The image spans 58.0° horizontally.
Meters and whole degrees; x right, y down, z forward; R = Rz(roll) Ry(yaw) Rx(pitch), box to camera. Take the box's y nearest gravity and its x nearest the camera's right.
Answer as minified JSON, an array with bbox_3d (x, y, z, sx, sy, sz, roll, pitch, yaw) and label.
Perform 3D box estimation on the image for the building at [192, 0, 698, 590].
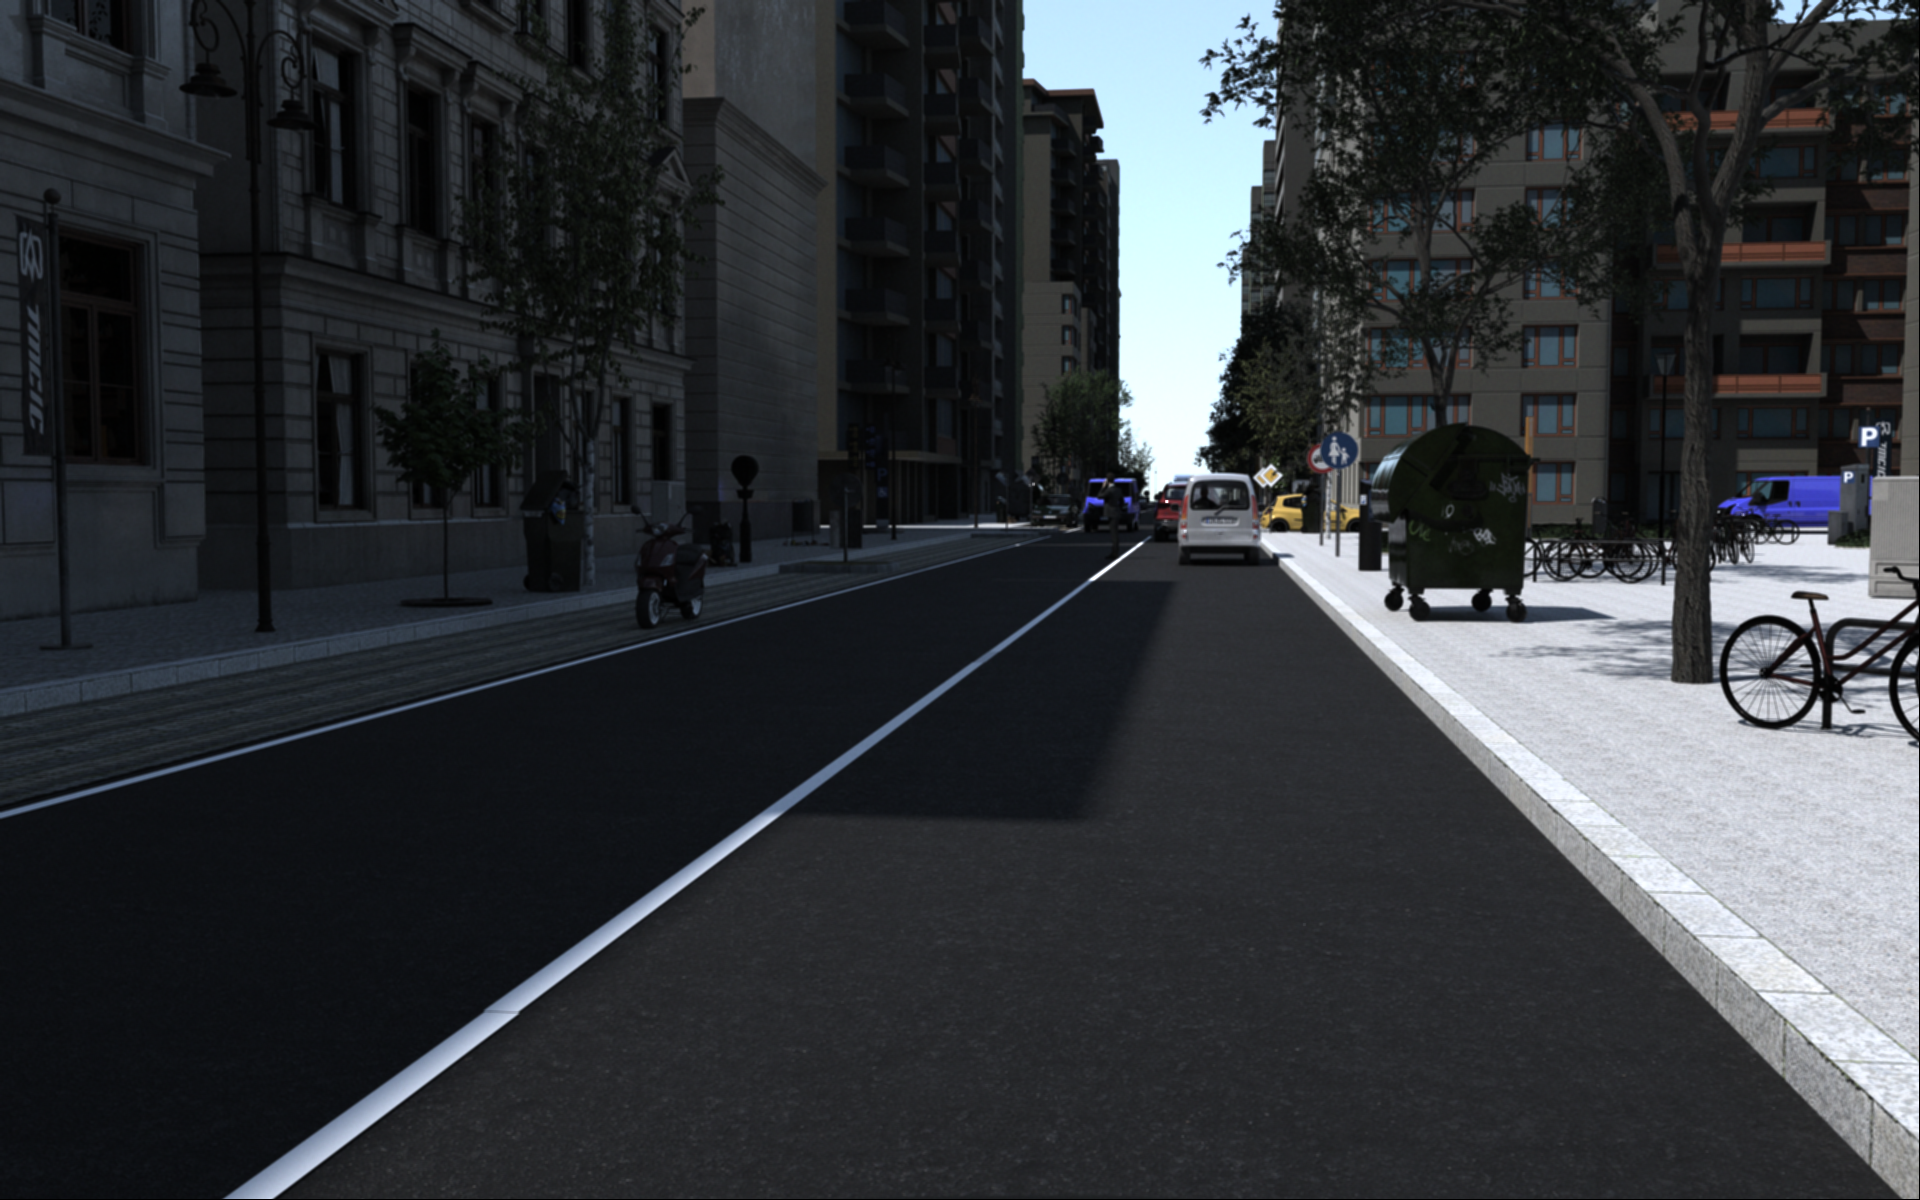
[{"bbox_3d":[-12.283,-10.246,32.157,10.561,19.102,19.286,1,4,8],"label":"building"}]

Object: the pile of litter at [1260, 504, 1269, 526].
[{"bbox_3d":[12.494,-3.433,70.098,1.176,0.858,1.719,1,4,14],"label":"pile of litter"}]

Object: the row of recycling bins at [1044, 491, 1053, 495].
[{"bbox_3d":[5.532,-7.798,134.607,3.534,1.692,1.069,1,4,18],"label":"row of recycling bins"}]

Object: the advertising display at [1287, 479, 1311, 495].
[{"bbox_3d":[14.404,-4.166,73.332,0.974,1.923,0.123,-1,4,-23],"label":"advertising display"}]

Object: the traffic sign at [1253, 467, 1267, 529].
[{"bbox_3d":[11.251,-3.709,64.289,0.795,2.450,0.064,1,4,8],"label":"traffic sign"}]

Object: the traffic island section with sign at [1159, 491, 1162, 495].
[{"bbox_3d":[28.586,-14.529,246.178,1.989,1.847,2.006,1,4,8],"label":"traffic island section with sign"}]

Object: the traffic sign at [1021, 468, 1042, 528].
[{"bbox_3d":[2.697,-3.785,65.532,0.795,2.450,0.064,1,4,8],"label":"traffic sign"}]

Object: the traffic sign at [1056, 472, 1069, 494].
[{"bbox_3d":[5.976,-6.176,101.086,0.768,2.556,0.104,1,4,12],"label":"traffic sign"}]

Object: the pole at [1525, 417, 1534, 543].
[{"bbox_3d":[14.992,-3.170,45.680,0.158,3.312,0.155,0,3,0],"label":"pole"}]

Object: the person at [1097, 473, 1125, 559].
[{"bbox_3d":[3.328,-1.863,38.327,0.474,1.900,0.648,2,4,28],"label":"person"}]

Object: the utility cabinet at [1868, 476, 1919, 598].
[{"bbox_3d":[11.782,-0.761,21.129,1.173,1.500,0.318,2,4,35],"label":"utility cabinet"}]

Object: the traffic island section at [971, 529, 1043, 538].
[{"bbox_3d":[1.538,-2.166,57.693,2.009,0.180,2.903,1,4,8],"label":"traffic island section"}]

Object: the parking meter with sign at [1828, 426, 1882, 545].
[{"bbox_3d":[22.727,-2.924,44.067,1.738,3.016,0.543,-3,4,-38],"label":"parking meter with sign"}]

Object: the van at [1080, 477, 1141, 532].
[{"bbox_3d":[5.896,-3.833,67.051,2.240,2.365,5.245,1,4,9],"label":"van"}]

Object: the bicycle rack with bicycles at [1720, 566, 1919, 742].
[{"bbox_3d":[5.842,0.281,8.796,2.852,0.926,2.925,-1,4,-23],"label":"bicycle rack with bicycles"}]

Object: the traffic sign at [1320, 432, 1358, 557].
[{"bbox_3d":[7.742,-2.160,35.429,0.768,2.556,0.104,1,4,18],"label":"traffic sign"}]

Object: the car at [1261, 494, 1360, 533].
[{"bbox_3d":[12.294,-2.992,59.141,3.980,1.641,2.015,1,4,9],"label":"car"}]

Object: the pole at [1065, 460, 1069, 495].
[{"bbox_3d":[6.392,-6.707,103.507,0.158,3.312,0.155,0,3,0],"label":"pole"}]

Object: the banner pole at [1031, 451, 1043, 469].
[{"bbox_3d":[4.548,-6.774,100.766,0.863,3.779,0.401,0,4,8],"label":"banner pole"}]

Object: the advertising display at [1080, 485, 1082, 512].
[{"bbox_3d":[8.995,-7.488,127.646,0.123,1.923,0.974,1,4,11],"label":"advertising display"}]

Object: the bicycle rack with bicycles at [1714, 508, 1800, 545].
[{"bbox_3d":[20.447,-1.937,45.058,2.852,0.926,2.925,-2,4,-35],"label":"bicycle rack with bicycles"}]

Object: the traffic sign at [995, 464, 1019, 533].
[{"bbox_3d":[1.562,-3.302,57.628,0.795,2.450,0.064,1,4,8],"label":"traffic sign"}]

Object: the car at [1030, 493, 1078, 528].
[{"bbox_3d":[4.048,-3.914,73.784,2.009,1.686,4.222,1,4,9],"label":"car"}]

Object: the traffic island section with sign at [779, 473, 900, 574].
[{"bbox_3d":[-2.161,-1.428,31.983,1.989,1.847,2.006,1,4,8],"label":"traffic island section with sign"}]

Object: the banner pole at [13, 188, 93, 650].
[{"bbox_3d":[-7.426,-1.471,14.071,0.401,3.779,0.863,0,4,-3],"label":"banner pole"}]

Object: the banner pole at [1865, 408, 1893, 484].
[{"bbox_3d":[26.476,-3.674,50.090,0.863,3.779,0.401,2,4,31],"label":"banner pole"}]

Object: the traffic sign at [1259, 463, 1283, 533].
[{"bbox_3d":[10.116,-3.226,56.384,0.795,2.450,0.064,1,4,8],"label":"traffic sign"}]

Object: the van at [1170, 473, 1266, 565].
[{"bbox_3d":[5.415,-1.791,36.295,2.013,2.044,4.112,0,4,8],"label":"van"}]

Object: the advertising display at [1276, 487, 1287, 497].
[{"bbox_3d":[17.078,-5.302,91.908,0.123,1.923,0.974,3,5,41],"label":"advertising display"}]

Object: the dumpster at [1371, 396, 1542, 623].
[{"bbox_3d":[5.142,-0.953,18.079,1.502,2.255,1.985,1,4,8],"label":"dumpster"}]

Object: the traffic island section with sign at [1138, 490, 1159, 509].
[{"bbox_3d":[20.623,-11.134,190.675,1.989,1.847,2.006,1,4,8],"label":"traffic island section with sign"}]

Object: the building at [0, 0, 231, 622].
[{"bbox_3d":[-15.401,-10.701,11.117,11.583,22.565,21.152,1,4,8],"label":"building"}]

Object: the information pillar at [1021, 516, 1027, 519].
[{"bbox_3d":[3.363,-5.288,90.954,0.304,2.012,0.304,1,4,14],"label":"information pillar"}]

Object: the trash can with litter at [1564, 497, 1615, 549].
[{"bbox_3d":[14.917,-1.847,41.251,2.233,1.210,1.678,-3,4,-38],"label":"trash can with litter"}]

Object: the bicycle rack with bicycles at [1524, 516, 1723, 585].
[{"bbox_3d":[9.513,-0.757,25.757,2.925,0.926,2.852,2,4,31],"label":"bicycle rack with bicycles"}]

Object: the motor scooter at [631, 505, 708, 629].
[{"bbox_3d":[-3.173,-0.385,19.064,0.815,1.314,1.986,1,4,9],"label":"motor scooter"}]

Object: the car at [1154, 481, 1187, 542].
[{"bbox_3d":[7.089,-2.734,53.369,2.281,1.827,5.304,1,4,9],"label":"car"}]

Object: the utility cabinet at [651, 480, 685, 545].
[{"bbox_3d":[-4.804,-1.220,28.620,0.318,1.500,1.173,0,4,4],"label":"utility cabinet"}]

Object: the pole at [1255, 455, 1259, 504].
[{"bbox_3d":[15.455,-5.889,90.135,0.158,3.312,0.155,0,3,0],"label":"pole"}]

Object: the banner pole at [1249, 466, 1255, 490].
[{"bbox_3d":[21.265,-8.321,126.065,0.863,3.779,0.401,1,4,9],"label":"banner pole"}]

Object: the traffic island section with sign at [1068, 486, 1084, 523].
[{"bbox_3d":[5.834,-4.830,87.590,1.989,1.847,2.006,1,4,8],"label":"traffic island section with sign"}]

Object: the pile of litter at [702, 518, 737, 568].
[{"bbox_3d":[-4.506,-1.035,30.884,1.176,0.858,1.719,0,4,5],"label":"pile of litter"}]

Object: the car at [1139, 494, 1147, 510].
[{"bbox_3d":[15.819,-8.776,155.489,2.014,1.417,4.499,0,4,6],"label":"car"}]

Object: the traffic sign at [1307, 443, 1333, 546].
[{"bbox_3d":[9.011,-2.629,43.097,0.768,2.556,0.104,1,4,9],"label":"traffic sign"}]

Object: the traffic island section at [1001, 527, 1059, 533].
[{"bbox_3d":[2.672,-2.649,65.597,2.009,0.180,2.903,1,4,8],"label":"traffic island section"}]

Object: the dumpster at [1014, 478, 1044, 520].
[{"bbox_3d":[3.266,-4.994,84.142,1.502,2.255,1.985,1,4,8],"label":"dumpster"}]

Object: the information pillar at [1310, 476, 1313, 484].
[{"bbox_3d":[17.440,-5.785,85.937,0.183,3.616,0.504,1,4,17],"label":"information pillar"}]

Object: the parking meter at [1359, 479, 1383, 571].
[{"bbox_3d":[6.872,-1.258,28.985,0.372,1.533,0.369,0,3,0],"label":"parking meter"}]

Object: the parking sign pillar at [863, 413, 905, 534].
[{"bbox_3d":[-2.549,-4.181,56.835,1.447,3.967,1.447,0,4,-2],"label":"parking sign pillar"}]

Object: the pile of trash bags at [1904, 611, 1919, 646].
[{"bbox_3d":[9.846,-0.304,14.728,3.447,1.369,1.912,-2,4,-28],"label":"pile of trash bags"}]

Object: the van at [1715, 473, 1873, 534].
[{"bbox_3d":[28.449,-3.326,58.765,5.245,2.365,2.240,0,4,7],"label":"van"}]

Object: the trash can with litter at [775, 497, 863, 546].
[{"bbox_3d":[-3.527,-1.969,43.249,2.233,1.210,1.678,-1,4,-9],"label":"trash can with litter"}]

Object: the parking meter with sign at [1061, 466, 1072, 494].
[{"bbox_3d":[6.487,-6.646,104.926,0.543,3.016,1.738,0,4,-3],"label":"parking meter with sign"}]

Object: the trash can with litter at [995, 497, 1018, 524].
[{"bbox_3d":[2.053,-3.938,75.779,1.055,1.170,0.624,3,4,37],"label":"trash can with litter"}]

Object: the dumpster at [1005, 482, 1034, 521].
[{"bbox_3d":[2.808,-4.663,81.994,1.264,1.857,1.865,1,4,8],"label":"dumpster"}]
